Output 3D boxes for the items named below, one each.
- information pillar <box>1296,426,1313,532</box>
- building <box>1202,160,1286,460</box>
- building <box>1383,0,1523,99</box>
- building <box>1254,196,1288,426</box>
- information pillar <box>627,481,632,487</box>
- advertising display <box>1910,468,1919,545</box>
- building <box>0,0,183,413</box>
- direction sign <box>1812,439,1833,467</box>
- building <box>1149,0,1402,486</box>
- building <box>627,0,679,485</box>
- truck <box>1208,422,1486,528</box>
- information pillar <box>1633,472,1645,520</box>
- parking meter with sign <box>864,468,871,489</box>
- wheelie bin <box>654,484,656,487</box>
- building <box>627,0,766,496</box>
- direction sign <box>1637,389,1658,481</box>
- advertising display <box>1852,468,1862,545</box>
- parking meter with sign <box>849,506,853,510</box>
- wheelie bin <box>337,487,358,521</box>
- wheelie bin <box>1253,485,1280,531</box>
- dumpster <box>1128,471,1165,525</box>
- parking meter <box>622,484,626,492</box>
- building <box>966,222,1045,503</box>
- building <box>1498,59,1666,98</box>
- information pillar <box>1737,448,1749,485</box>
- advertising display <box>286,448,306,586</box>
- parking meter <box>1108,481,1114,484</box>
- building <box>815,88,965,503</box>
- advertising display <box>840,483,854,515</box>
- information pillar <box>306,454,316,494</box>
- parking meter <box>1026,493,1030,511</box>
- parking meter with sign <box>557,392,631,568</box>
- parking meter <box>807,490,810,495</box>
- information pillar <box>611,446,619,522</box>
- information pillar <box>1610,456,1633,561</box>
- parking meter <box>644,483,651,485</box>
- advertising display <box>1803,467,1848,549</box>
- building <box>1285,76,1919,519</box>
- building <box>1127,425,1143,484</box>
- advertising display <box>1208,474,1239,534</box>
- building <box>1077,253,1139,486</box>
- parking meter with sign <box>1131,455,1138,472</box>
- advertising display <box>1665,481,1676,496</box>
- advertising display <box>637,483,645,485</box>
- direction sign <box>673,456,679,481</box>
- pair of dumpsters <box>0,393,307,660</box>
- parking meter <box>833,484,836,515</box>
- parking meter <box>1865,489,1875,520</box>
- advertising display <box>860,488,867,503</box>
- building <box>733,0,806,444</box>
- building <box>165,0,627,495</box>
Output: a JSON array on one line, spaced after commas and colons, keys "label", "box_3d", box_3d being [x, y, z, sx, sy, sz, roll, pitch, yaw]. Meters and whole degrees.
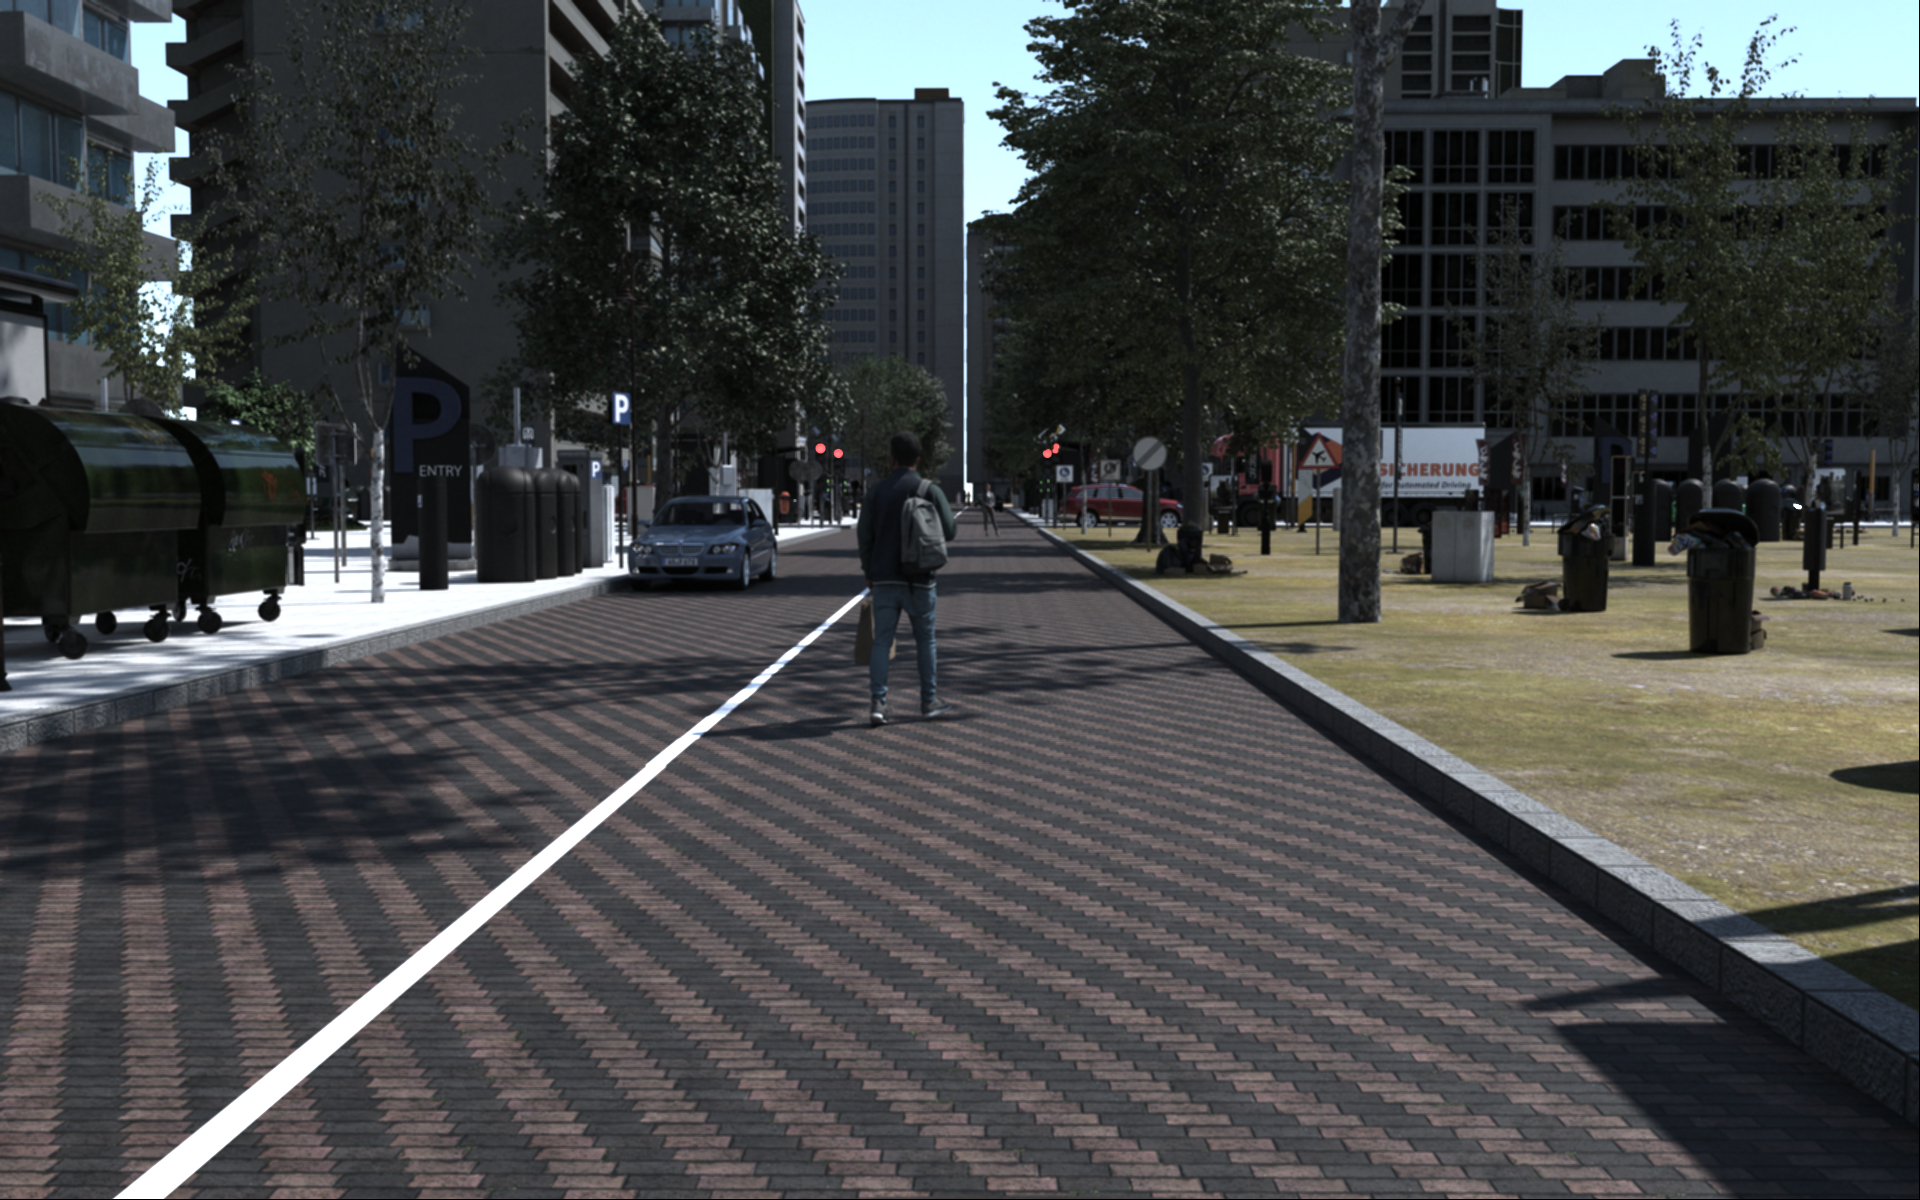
[{"label": "information pillar", "box_3d": [11.577, -4.084, 58.128, 0.504, 3.616, 0.183, 0, 4, 7]}, {"label": "building", "box_3d": [26.278, -21.292, 135.518, 14.401, 28.519, 23.554, 0, 4, 1]}, {"label": "building", "box_3d": [70.790, -49.841, 253.145, 20.611, 71.187, 20.563, 0, 4, 1]}, {"label": "building", "box_3d": [25.285, -16.524, 111.971, 13.314, 21.916, 24.055, 0, 4, 1]}, {"label": "information pillar", "box_3d": [-18.340, -5.612, 96.253, 0.304, 2.012, 0.304, 2, 4, 25]}, {"label": "advertising display", "box_3d": [24.330, -2.332, 43.334, 0.974, 1.923, 0.123, 1, 4, 14]}, {"label": "building", "box_3d": [-35.364, -25.528, 36.990, 30.456, 49.044, 23.786, 0, 4, 1]}, {"label": "direction sign", "box_3d": [35.618, -4.871, 71.635, 0.876, 3.537, 0.379, 0, 4, -4]}, {"label": "building", "box_3d": [29.611, -33.264, 167.570, 21.300, 48.544, 21.600, 0, 4, 1]}, {"label": "building", "box_3d": [-34.704, -26.871, 131.227, 32.217, 40.220, 23.993, 0, 4, 1]}, {"label": "truck", "box_3d": [14.894, -4.890, 68.857, 11.283, 4.237, 2.839, 0, 4, 0]}, {"label": "information pillar", "box_3d": [22.442, -3.230, 57.308, 0.304, 2.012, 0.304, -3, 5, -40]}, {"label": "parking meter with sign", "box_3d": [-5.936, -7.422, 117.612, 0.543, 3.016, 1.738, 1, 4, 21]}, {"label": "wheelie bin", "box_3d": [-9.569, -2.880, 54.995, 0.693, 1.594, 0.980, -2, 4, -30]}, {"label": "building", "box_3d": [-30.496, -33.256, 163.349, 23.786, 49.044, 30.456, 0, 4, 1]}, {"label": "direction sign", "box_3d": [14.890, -2.787, 37.568, 0.876, 3.537, 0.379, -3, 5, -43]}, {"label": "advertising display", "box_3d": [22.627, -2.355, 43.717, 0.123, 1.923, 0.974, 2, 4, 23]}, {"label": "parking meter with sign", "box_3d": [-8.823, -8.561, 136.238, 0.543, 3.016, 1.738, -2, 4, -35]}, {"label": "wheelie bin", "box_3d": [-26.732, -4.133, 75.480, 0.693, 1.594, 0.980, 2, 4, 29]}, {"label": "wheelie bin", "box_3d": [10.730, -3.223, 60.599, 0.980, 1.594, 0.693, 1, 4, 16]}, {"label": "dumpster", "box_3d": [7.820, -4.320, 73.132, 1.502, 2.255, 1.985, 0, 4, 1]}, {"label": "parking meter", "box_3d": [-19.599, -5.859, 101.506, 0.255, 1.863, 0.399, 1, 4, 19]}, {"label": "building", "box_3d": [7.825, -34.804, 252.637, 14.086, 41.232, 14.154, 0, 4, 1]}, {"label": "building", "box_3d": [69.942, -35.127, 198.032, 21.600, 48.544, 21.300, 0, 4, 1]}, {"label": "information pillar", "box_3d": [36.913, -5.526, 81.703, 0.504, 3.616, 0.183, 3, 4, 37]}, {"label": "advertising display", "box_3d": [-9.428, -1.180, 24.514, 0.123, 1.923, 0.974, -2, 4, -33]}, {"label": "parking meter", "box_3d": [6.827, -4.447, 78.424, 0.255, 1.863, 0.399, 0, 4, 2]}, {"label": "building", "box_3d": [-13.392, -43.578, 254.499, 28.212, 58.520, 21.231, 0, 4, 1]}, {"label": "advertising display", "box_3d": [-6.488, -5.717, 98.683, 0.974, 1.923, 0.123, 1, 4, 14]}, {"label": "information pillar", "box_3d": [-32.487, -5.837, 86.790, 0.183, 3.616, 0.504, 3, 5, 42]}, {"label": "parking meter", "box_3d": [5.075, -7.578, 129.611, 0.255, 1.863, 0.399, 0, 4, 7]}, {"label": "parking meter with sign", "box_3d": [-6.609, -2.073, 30.152, 1.738, 3.016, 0.543, 2, 4, 23]}, {"label": "parking meter", "box_3d": [-8.906, -5.735, 102.175, 0.372, 1.533, 0.369, 0, 3, 0]}, {"label": "information pillar", "box_3d": [-15.698, -5.352, 78.855, 0.504, 3.616, 0.183, 3, 4, 36]}, {"label": "information pillar", "box_3d": [12.675, -1.761, 33.279, 0.304, 2.012, 0.304, 2, 4, 30]}, {"label": "parking meter", "box_3d": [-16.006, -5.089, 88.911, 0.255, 1.863, 0.399, -2, 4, -32]}, {"label": "advertising display", "box_3d": [20.356, -2.174, 40.760, 0.974, 1.923, 0.123, 0, 4, -2]}, {"label": "building", "box_3d": [33.555, -16.709, 92.262, 30.058, 24.678, 14.314, 0, 4, 1]}, {"label": "building", "box_3d": [33.826, -21.385, 194.686, 27.650, 21.520, 28.899, 0, 4, 1]}, {"label": "advertising display", "box_3d": [8.482, -3.091, 55.752, 0.974, 1.923, 0.123, 0, 4, -4]}, {"label": "building", "box_3d": [26.966, -34.773, 260.414, 23.993, 40.220, 32.217, 0, 4, 1]}, {"label": "parking meter with sign", "box_3d": [8.122, -4.934, 76.924, 0.543, 3.016, 1.738, 1, 4, 22]}, {"label": "advertising display", "box_3d": [34.031, -4.784, 83.426, 0.123, 1.923, 0.974, -1, 4, -23]}, {"label": "advertising display", "box_3d": [-18.651, -5.867, 101.132, 0.974, 1.923, 0.123, 3, 4, 37]}, {"label": "direction sign", "box_3d": [-17.044, -6.872, 104.362, 0.876, 3.537, 0.379, 2, 4, 29]}, {"label": "pair of dumpsters", "box_3d": [-7.385, -0.787, 15.366, 1.574, 2.255, 4.437, 0, 4, 1]}, {"label": "parking meter", "box_3d": [-7.379, -5.838, 101.170, 0.255, 1.863, 0.399, -3, 4, -37]}, {"label": "parking meter", "box_3d": [43.917, -4.599, 83.602, 0.372, 1.533, 0.369, 0, 3, 0]}, {"label": "advertising display", "box_3d": [-6.982, -7.620, 129.793, 0.974, 1.923, 0.123, 0, 4, -1]}, {"label": "building", "box_3d": [-32.141, -40.177, 198.887, 28.212, 58.520, 21.231, 0, 4, 1]}, {"label": "building", "box_3d": [-31.770, -29.092, 99.357, 21.300, 48.544, 21.600, 0, 4, 1]}]
